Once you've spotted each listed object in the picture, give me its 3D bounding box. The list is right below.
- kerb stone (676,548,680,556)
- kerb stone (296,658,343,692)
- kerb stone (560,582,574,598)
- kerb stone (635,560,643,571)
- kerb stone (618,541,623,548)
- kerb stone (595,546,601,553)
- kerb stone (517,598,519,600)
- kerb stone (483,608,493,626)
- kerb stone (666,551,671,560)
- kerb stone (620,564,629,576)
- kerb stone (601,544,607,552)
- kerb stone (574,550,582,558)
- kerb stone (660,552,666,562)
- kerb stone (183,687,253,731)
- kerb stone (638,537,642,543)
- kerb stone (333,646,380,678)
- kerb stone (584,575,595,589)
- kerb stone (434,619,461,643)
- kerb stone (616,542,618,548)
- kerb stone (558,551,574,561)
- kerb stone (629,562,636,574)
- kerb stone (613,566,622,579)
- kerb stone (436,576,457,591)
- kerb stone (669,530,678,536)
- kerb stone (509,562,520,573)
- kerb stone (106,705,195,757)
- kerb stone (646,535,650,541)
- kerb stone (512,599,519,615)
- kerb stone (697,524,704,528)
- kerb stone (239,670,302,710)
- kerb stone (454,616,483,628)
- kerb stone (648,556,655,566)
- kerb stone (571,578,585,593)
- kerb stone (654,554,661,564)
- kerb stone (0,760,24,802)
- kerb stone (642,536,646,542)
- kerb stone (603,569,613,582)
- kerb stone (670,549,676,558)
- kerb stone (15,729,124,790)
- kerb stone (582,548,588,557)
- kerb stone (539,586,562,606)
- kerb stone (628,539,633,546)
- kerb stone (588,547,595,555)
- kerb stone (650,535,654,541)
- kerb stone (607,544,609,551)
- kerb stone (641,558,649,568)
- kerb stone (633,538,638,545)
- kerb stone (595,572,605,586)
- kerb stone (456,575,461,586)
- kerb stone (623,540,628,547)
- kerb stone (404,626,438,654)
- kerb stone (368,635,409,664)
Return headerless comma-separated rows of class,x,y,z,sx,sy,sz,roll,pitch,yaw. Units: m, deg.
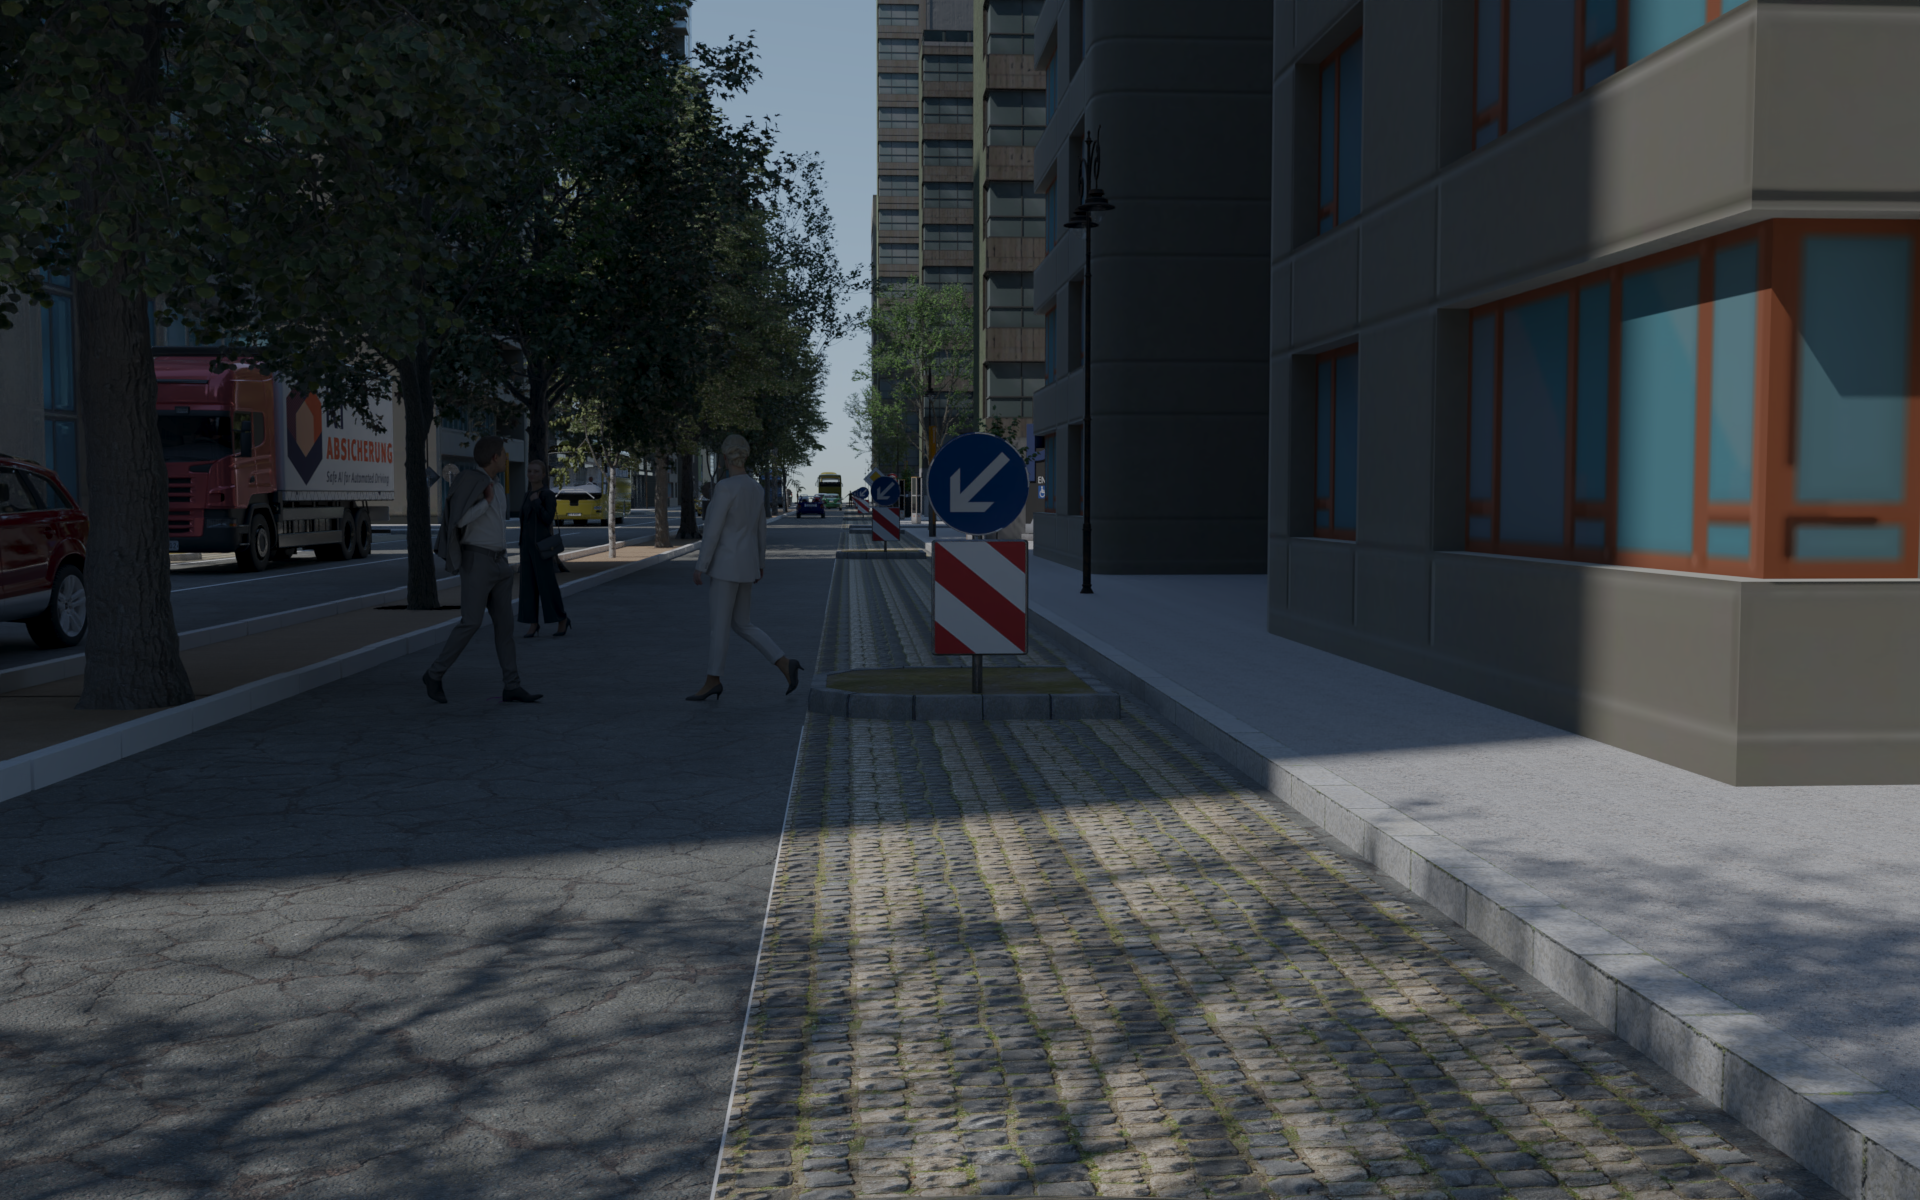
kerb stone,-6.556,-1.058,39.545,0.120,0.150,1.000,0,4,-4
kerb stone,-4.842,0.575,12.956,0.120,0.150,1.000,0,4,-4
kerb stone,-5.562,-0.116,24.191,0.120,0.150,1.000,0,4,-4
kerb stone,-6.098,-0.620,32.391,0.120,0.150,1.000,0,4,-4
kerb stone,-9.059,-1.426,45.557,0.120,0.150,1.000,0,4,-4
kerb stone,-8.795,-1.179,41.473,0.120,0.150,1.000,0,4,-4
kerb stone,-5.369,0.066,21.118,0.120,0.150,1.000,0,4,-4
kerb stone,-5.238,0.192,19.076,0.120,0.150,1.000,0,4,-4
kerb stone,-6.429,-0.932,37.502,0.120,0.150,1.000,0,4,-4
kerb stone,-5.961,-0.497,30.338,0.120,0.150,1.000,0,4,-4
kerb stone,-8.859,-1.239,42.494,0.120,0.150,1.000,0,4,-4
kerb stone,-8.587,-0.992,38.409,0.120,0.150,1.000,0,4,-4
kerb stone,-6.354,-0.873,36.476,0.120,0.150,1.000,0,4,-4
kerb stone,-4.705,0.693,10.914,0.120,0.150,1.000,0,4,-4
kerb stone,-9.315,-1.679,49.641,0.120,0.150,1.000,0,4,-4
kerb stone,-4.900,0.507,13.976,0.120,0.150,1.000,0,4,-4
kerb stone,-5.699,-0.247,26.240,0.120,0.150,1.000,0,4,-4
kerb stone,-5.099,0.321,17.036,0.120,0.150,1.000,0,4,-4
kerb stone,-8.987,-1.366,44.538,0.120,0.150,1.000,0,4,-4
kerb stone,-8.524,-0.928,37.383,0.120,0.150,1.000,0,4,-4
kerb stone,-6.028,-0.561,31.365,0.120,0.150,1.000,0,4,-4
kerb stone,-5.898,-0.436,29.318,0.120,0.150,1.000,0,4,-4
kerb stone,-7.796,-0.238,26.132,0.120,0.150,1.000,0,4,-4
kerb stone,-10.052,-2.367,60.888,0.120,0.150,1.000,0,4,-4
kerb stone,-8.195,-0.616,32.263,0.120,0.150,1.000,0,4,-4
kerb stone,-4.636,0.753,9.887,0.120,0.150,1.000,0,4,-4
kerb stone,-9.452,-1.804,51.690,0.120,0.150,1.000,0,4,-4
kerb stone,-5.299,0.128,20.098,0.120,0.150,1.000,0,4,-4
kerb stone,-10.817,-3.089,72.737,0.120,0.150,1.000,0,4,-4
kerb stone,-4.773,0.628,11.935,0.120,0.150,1.000,0,4,-4
kerb stone,-5.167,0.253,18.056,0.120,0.150,1.000,0,4,-4
kerb stone,-6.231,-0.744,34.431,0.120,0.150,1.000,0,4,-4
kerb stone,-5.636,-0.185,25.218,0.120,0.150,1.000,0,4,-4
kerb stone,-6.296,-0.805,35.455,0.120,0.150,1.000,0,4,-4
kerb stone,-4.508,0.878,7.847,0.120,0.150,1.000,0,4,-4
kerb stone,-9.384,-1.741,50.661,0.120,0.150,1.000,0,4,-4
kerb stone,-5.832,-0.373,28.288,0.120,0.150,1.000,0,4,-4
kerb stone,-6.493,-0.999,38.523,0.120,0.150,1.000,0,4,-4
kerb stone,-4.567,0.815,8.867,0.120,0.150,1.000,0,4,-4
kerb stone,-8.659,-1.052,39.429,0.120,0.150,1.000,0,4,-4
kerb stone,-5.507,-0.059,23.166,0.120,0.150,1.000,0,4,-4
kerb stone,-9.180,-1.551,47.600,0.120,0.150,1.000,0,4,-4
kerb stone,-8.728,-1.111,40.454,0.120,0.150,1.000,0,4,-4
kerb stone,-9.517,-1.867,52.715,0.120,0.150,1.000,0,4,-4
kerb stone,-8.925,-1.298,43.518,0.120,0.150,1.000,0,4,-4
kerb stone,-6.165,-0.681,33.411,0.120,0.150,1.000,0,4,-4
kerb stone,-9.246,-1.614,48.621,0.120,0.150,1.000,0,4,-4
kerb stone,-5.760,-0.305,27.268,0.120,0.150,1.000,0,4,-4
kerb stone,-7.864,-0.303,27.152,0.120,0.150,1.000,0,4,-4
kerb stone,-9.126,-1.491,46.579,0.120,0.150,1.000,0,4,-4
kerb stone,-5.034,0.378,16.016,0.120,0.150,1.000,0,4,-4
kerb stone,-4.981,0.442,14.995,0.120,0.150,1.000,0,4,-4
